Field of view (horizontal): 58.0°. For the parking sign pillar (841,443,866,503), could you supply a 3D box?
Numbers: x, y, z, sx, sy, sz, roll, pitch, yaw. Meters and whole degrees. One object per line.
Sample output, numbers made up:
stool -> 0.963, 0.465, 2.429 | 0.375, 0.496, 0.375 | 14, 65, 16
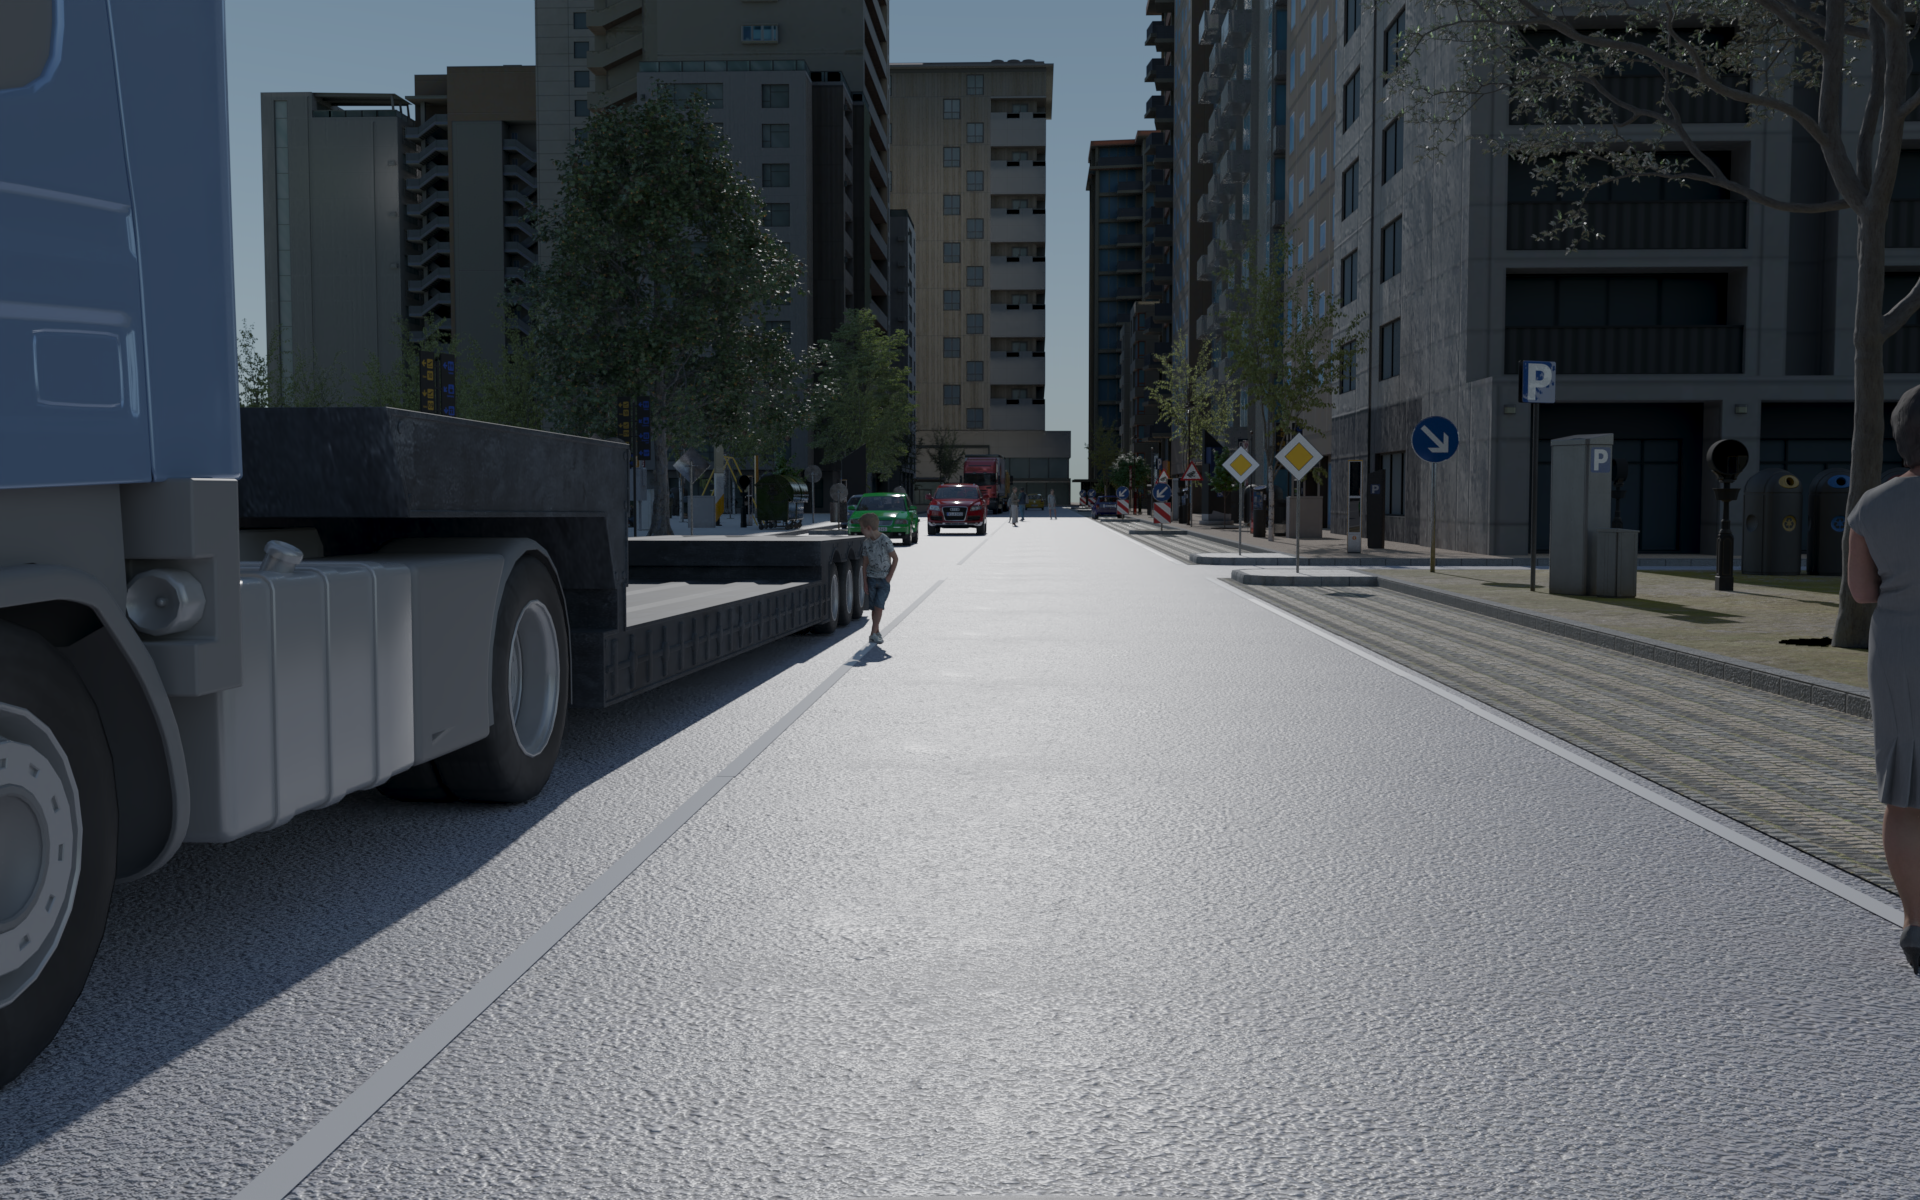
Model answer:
parking sign pillar -> -5.632, -6.299, 91.456 | 1.447, 3.967, 1.447 | -1, 4, -14

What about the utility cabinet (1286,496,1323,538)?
utility cabinet -> 10.060, -2.412, 50.603 | 1.020, 1.237, 0.306 | -1, 4, -10

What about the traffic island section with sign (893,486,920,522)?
traffic island section with sign -> -3.065, -4.923, 89.114 | 1.989, 1.847, 2.006 | 0, 4, 3

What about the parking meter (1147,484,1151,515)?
parking meter -> 11.506, -6.093, 105.339 | 0.255, 1.863, 0.399 | 0, 4, 6

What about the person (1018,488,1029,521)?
person -> 3.305, -5.074, 91.804 | 0.721, 1.781, 0.623 | 3, 4, 36

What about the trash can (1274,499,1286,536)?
trash can -> 9.797, -2.513, 52.733 | 0.748, 1.137, 0.748 | 0, 3, 0

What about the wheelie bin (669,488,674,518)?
wheelie bin -> -15.454, -5.083, 91.010 | 0.980, 1.594, 0.693 | -3, 5, -40

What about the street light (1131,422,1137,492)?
street light -> 11.138, -8.430, 110.615 | 0.468, 5.910, 1.993 | 0, 4, 3

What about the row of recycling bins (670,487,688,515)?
row of recycling bins -> -17.229, -6.065, 106.280 | 1.069, 1.692, 3.534 | 0, 4, -3

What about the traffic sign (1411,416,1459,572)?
traffic sign -> 7.754, -1.727, 28.341 | 0.768, 2.556, 0.104 | 0, 4, 5

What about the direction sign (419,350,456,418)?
direction sign -> -8.358, -2.189, 27.791 | 0.379, 3.537, 0.876 | 1, 4, 20

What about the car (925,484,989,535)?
car -> -0.075, -3.286, 62.401 | 2.281, 1.827, 5.304 | 0, 4, 2

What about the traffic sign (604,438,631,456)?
traffic sign -> -7.818, -2.385, 39.109 | 0.768, 2.556, 0.104 | 0, 4, 3

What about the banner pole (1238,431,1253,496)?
banner pole -> 11.380, -4.823, 68.876 | 0.863, 3.779, 0.401 | -1, 4, -22

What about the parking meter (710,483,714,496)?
parking meter -> -12.646, -5.083, 88.811 | 0.255, 1.863, 0.399 | 1, 4, 18

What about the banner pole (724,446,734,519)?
banner pole -> -12.144, -6.112, 89.944 | 0.863, 3.779, 0.401 | -3, 4, -38

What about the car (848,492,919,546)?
car -> -2.169, -2.494, 49.575 | 1.959, 1.807, 4.718 | 0, 4, 2

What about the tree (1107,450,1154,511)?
tree -> 12.648, -8.841, 128.264 | 4.285, 4.588, 4.351 | 0, 3, 0

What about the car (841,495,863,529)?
car -> -3.985, -3.756, 73.410 | 2.014, 1.417, 4.499 | 0, 4, 3

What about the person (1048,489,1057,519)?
person -> 5.228, -5.442, 98.486 | 0.512, 1.701, 0.522 | -2, 4, -26

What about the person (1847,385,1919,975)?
person -> 3.060, 0.225, 5.175 | 0.532, 1.782, 0.716 | -3, 5, -45

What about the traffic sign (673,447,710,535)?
traffic sign -> -5.681, -2.020, 36.671 | 0.795, 2.450, 0.064 | 0, 4, 3

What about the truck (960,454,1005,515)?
truck -> 1.746, -8.316, 124.879 | 2.839, 4.237, 11.283 | 0, 4, 4

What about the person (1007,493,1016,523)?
person -> 2.593, -4.586, 86.073 | 0.503, 1.515, 0.523 | 0, 4, -7

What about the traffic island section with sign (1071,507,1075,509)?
traffic island section with sign -> 11.582, -9.585, 165.348 | 1.989, 1.847, 2.006 | 0, 4, 3

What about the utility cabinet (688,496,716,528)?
utility cabinet -> -9.836, -3.352, 65.963 | 1.020, 1.237, 0.306 | 0, 4, 1

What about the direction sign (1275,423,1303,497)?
direction sign -> 10.430, -3.852, 54.972 | 0.876, 3.537, 0.379 | 0, 4, -7

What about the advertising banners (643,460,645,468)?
advertising banners -> -14.334, -5.142, 80.262 | 0.090, 3.025, 2.074 | 1, 4, 19

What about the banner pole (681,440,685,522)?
banner pole -> -12.594, -5.437, 78.914 | 0.401, 3.779, 0.863 | 0, 4, 3

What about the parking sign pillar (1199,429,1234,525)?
parking sign pillar -> 10.684, -5.113, 72.067 | 1.447, 3.967, 1.447 | -2, 4, -35

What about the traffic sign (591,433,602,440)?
traffic sign -> -6.033, -1.532, 28.694 | 0.795, 2.450, 0.064 | 0, 4, 3

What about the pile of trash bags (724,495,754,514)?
pile of trash bags -> -14.720, -6.178, 110.769 | 3.447, 1.369, 1.912 | 2, 4, 25

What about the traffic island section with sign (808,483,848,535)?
traffic island section with sign -> -4.283, -3.234, 61.510 | 1.989, 1.847, 2.006 | 0, 4, 3

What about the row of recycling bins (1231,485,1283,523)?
row of recycling bins -> 12.547, -4.259, 76.755 | 3.534, 1.692, 1.069 | 0, 4, -2

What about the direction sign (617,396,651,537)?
direction sign -> -7.553, -2.948, 40.196 | 0.876, 3.537, 0.379 | 1, 4, 22

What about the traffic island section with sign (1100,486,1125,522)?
traffic island section with sign -> 8.218, -4.914, 88.971 | 1.989, 1.847, 2.006 | 0, 4, 3

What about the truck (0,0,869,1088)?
truck -> -2.930, -1.304, 11.085 | 2.967, 4.110, 18.799 | 0, 4, 4

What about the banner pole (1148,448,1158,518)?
banner pole -> 10.518, -6.344, 93.738 | 0.401, 3.779, 0.863 | -2, 4, -24

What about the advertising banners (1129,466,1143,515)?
advertising banners -> 10.871, -6.802, 107.405 | 0.090, 3.025, 2.074 | 2, 4, 30

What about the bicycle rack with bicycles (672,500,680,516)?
bicycle rack with bicycles -> -15.894, -5.377, 101.292 | 2.925, 0.926, 2.852 | -2, 4, -34

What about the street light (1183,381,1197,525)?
street light -> 9.353, -5.988, 70.685 | 0.468, 5.910, 1.993 | 0, 4, 3

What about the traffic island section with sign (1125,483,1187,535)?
traffic island section with sign -> 6.999, -3.228, 61.403 | 1.989, 1.847, 2.006 | 0, 4, 3

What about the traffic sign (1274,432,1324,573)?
traffic sign -> 5.499, -1.500, 28.166 | 0.795, 2.450, 0.064 | 0, 4, 3

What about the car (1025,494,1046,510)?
car -> 6.613, -8.783, 153.820 | 2.015, 1.641, 3.980 | 0, 4, 2

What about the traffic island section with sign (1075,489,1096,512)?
traffic island section with sign -> 10.396, -7.931, 138.293 | 1.989, 1.847, 2.006 | 0, 4, 3

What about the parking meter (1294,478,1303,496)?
parking meter -> 12.049, -3.424, 61.687 | 0.255, 1.863, 0.399 | 2, 4, 29

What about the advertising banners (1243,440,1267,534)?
advertising banners -> 9.485, -3.650, 55.870 | 0.090, 3.025, 2.074 | -1, 4, -11

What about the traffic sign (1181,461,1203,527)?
traffic sign -> 9.019, -4.123, 67.411 | 0.884, 2.594, 0.081 | 0, 4, 8

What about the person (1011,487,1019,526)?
person -> 2.476, -4.188, 77.522 | 0.362, 1.759, 0.519 | 1, 4, 12

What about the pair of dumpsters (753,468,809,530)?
pair of dumpsters -> -6.591, -3.740, 63.641 | 1.574, 2.255, 4.437 | 0, 4, 2

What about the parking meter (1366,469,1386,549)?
parking meter -> 9.788, -2.144, 40.769 | 0.399, 1.863, 0.255 | 2, 4, 28

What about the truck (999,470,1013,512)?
truck -> 2.676, -8.884, 141.169 | 3.469, 3.379, 9.791 | 0, 4, 3

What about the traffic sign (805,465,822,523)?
traffic sign -> -6.452, -4.645, 76.055 | 0.768, 2.556, 0.104 | 0, 4, 7

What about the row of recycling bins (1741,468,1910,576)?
row of recycling bins -> 14.207, -1.228, 27.186 | 3.534, 1.692, 1.069 | 1, 4, 18

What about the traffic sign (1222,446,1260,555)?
traffic sign -> 5.851, -1.988, 36.144 | 0.795, 2.450, 0.064 | 0, 4, 3

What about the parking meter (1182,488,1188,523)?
parking meter -> 9.823, -4.113, 75.658 | 0.372, 1.533, 0.369 | 0, 3, 0

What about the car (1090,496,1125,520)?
car -> 8.385, -5.236, 98.194 | 1.945, 1.354, 3.894 | 0, 4, 2

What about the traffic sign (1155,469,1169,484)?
traffic sign -> 10.380, -5.398, 88.257 | 0.884, 2.594, 0.081 | 0, 4, 6

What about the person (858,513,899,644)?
person -> -0.791, -0.214, 16.688 | 0.352, 1.250, 0.332 | -2, 4, -29

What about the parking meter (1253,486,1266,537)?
parking meter -> 8.909, -2.635, 51.497 | 0.372, 1.533, 0.369 | 0, 3, 0
